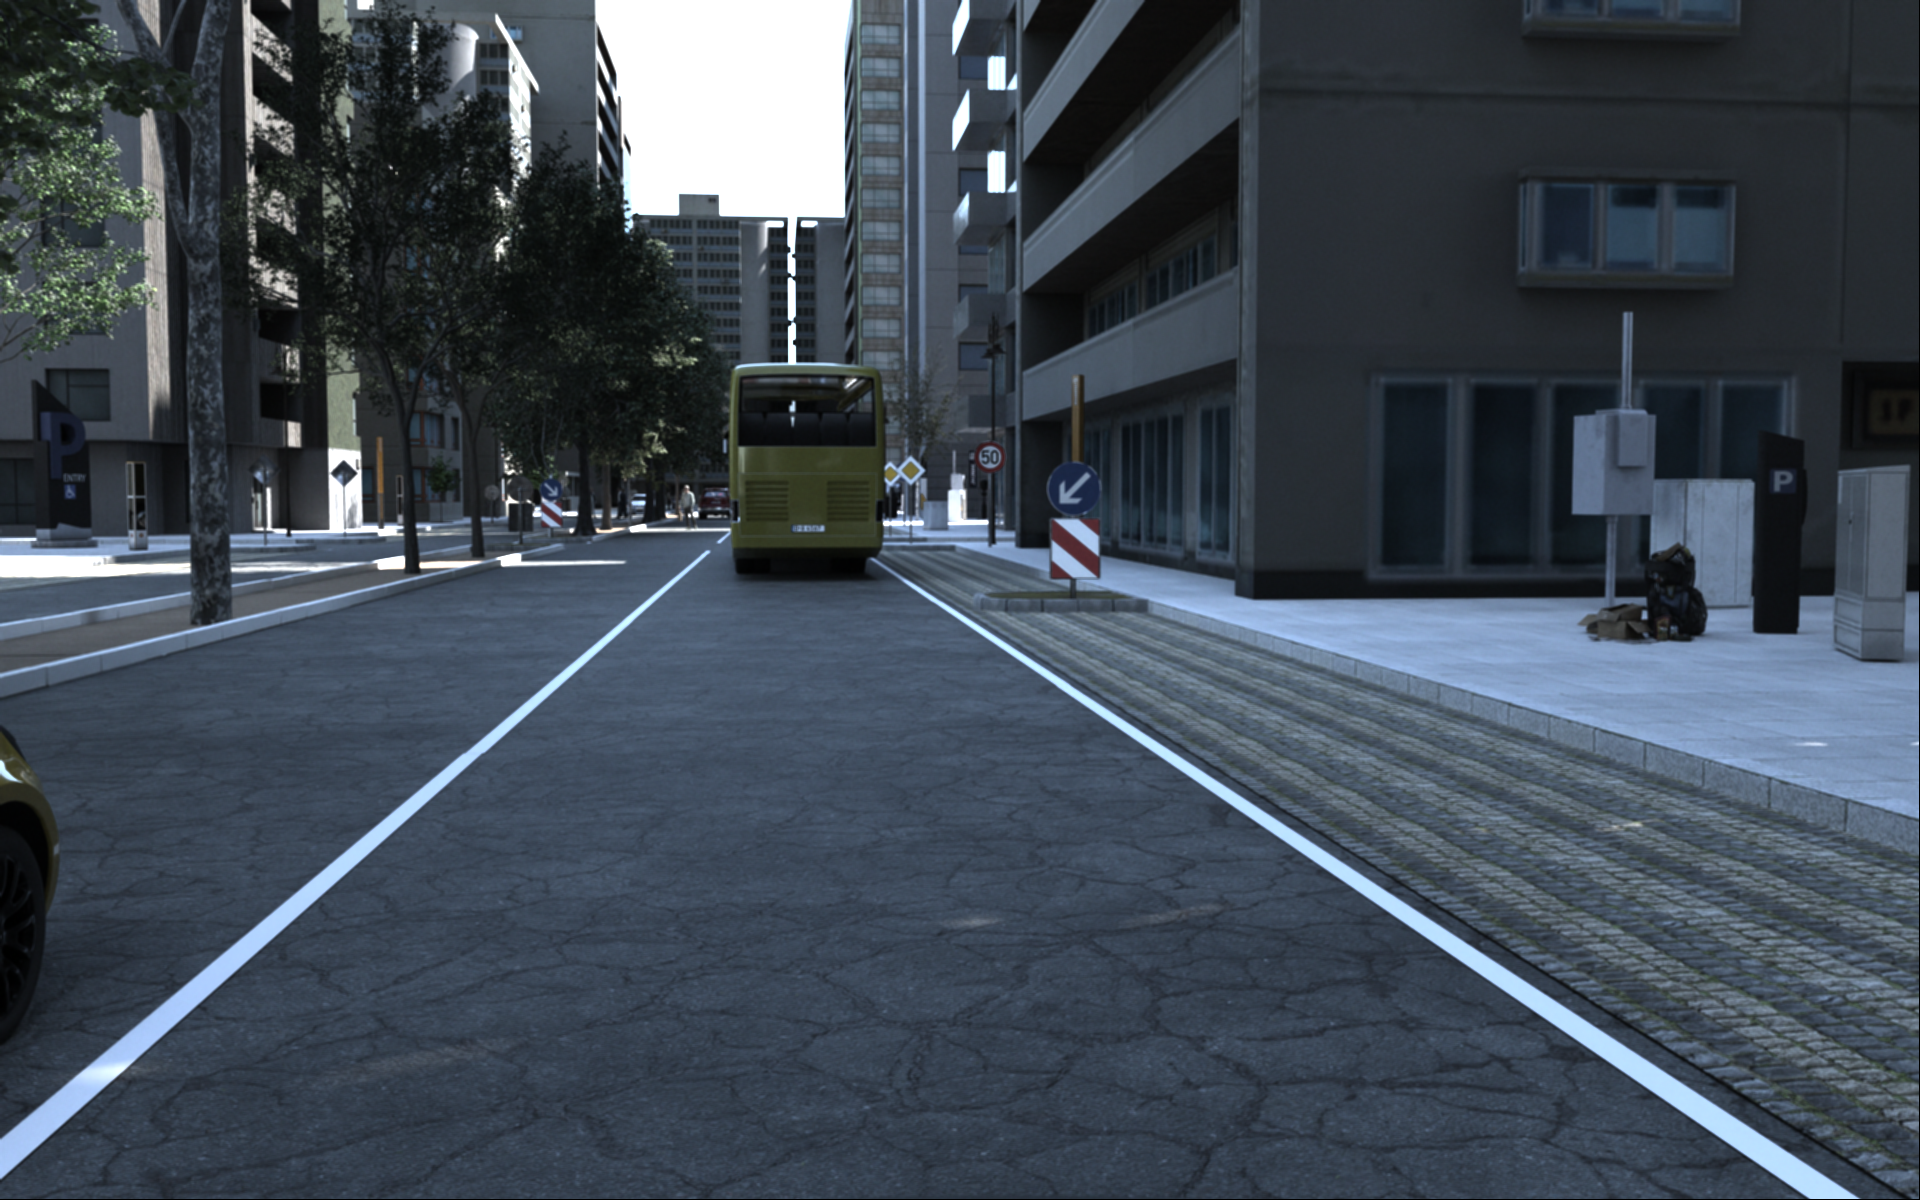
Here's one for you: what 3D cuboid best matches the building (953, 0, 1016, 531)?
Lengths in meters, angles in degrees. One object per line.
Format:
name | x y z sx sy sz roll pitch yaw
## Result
building | 14.929 -27.243 65.032 30.456 49.044 23.786 0 4 -6

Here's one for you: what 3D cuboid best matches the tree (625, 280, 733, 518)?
tree | -17.766 -11.818 102.330 9.857 13.997 8.962 0 3 0

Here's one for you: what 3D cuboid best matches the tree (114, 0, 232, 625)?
tree | -9.516 -9.833 19.124 12.611 20.169 13.585 0 3 0

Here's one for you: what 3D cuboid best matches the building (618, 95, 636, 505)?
building | -43.612 -33.051 190.491 14.200 45.320 14.600 0 4 -6

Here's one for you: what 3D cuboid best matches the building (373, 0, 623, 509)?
building | -42.926 -32.728 158.806 21.300 48.544 21.600 0 4 -6

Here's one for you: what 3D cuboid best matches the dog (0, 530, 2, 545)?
dog | -24.690 -1.524 44.211 0.406 0.507 0.540 -2 4 -29

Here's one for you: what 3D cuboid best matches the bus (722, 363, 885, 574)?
bus | -3.266 -2.605 34.144 2.896 3.916 12.252 0 4 -7

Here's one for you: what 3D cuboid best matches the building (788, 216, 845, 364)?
building | -10.069 -32.819 228.464 23.993 40.220 32.217 0 4 -6

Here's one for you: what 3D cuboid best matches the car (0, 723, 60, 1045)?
car | -3.209 0.429 3.214 2.015 1.641 3.980 0 4 -5

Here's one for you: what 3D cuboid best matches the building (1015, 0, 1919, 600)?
building | 13.039 -24.916 31.084 21.300 48.544 21.600 0 4 -6

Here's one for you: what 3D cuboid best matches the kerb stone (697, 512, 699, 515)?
kerb stone | -18.611 -6.164 122.992 0.120 0.150 1.000 0 4 -6

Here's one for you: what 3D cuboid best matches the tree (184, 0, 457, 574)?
tree | -9.799 -5.756 30.981 8.767 10.594 7.601 0 4 -6

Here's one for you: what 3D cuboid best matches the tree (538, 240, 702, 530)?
tree | -14.127 -9.048 68.512 7.486 12.596 7.792 0 3 0

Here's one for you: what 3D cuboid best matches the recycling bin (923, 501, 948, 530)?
recycling bin | -0.873 -3.007 61.719 0.722 1.027 0.722 -1 4 -22

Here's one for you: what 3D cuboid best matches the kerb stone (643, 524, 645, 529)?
kerb stone | -12.953 -2.924 70.002 0.120 0.150 1.000 0 4 -6

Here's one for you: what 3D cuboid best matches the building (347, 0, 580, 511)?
building | -46.680 -27.099 134.954 32.217 40.220 23.993 0 4 -6

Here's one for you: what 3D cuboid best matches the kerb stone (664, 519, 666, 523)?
kerb stone | -14.364 -3.732 83.250 0.120 0.150 1.000 0 4 -6

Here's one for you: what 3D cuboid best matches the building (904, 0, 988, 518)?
building | 7.138 -34.386 104.216 21.231 58.520 28.212 0 4 -6

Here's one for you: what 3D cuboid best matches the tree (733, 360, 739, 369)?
tree | -14.883 -9.986 82.739 9.611 12.733 9.660 0 3 0

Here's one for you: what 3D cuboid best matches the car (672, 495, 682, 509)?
car | -26.938 -9.508 168.040 1.945 1.354 3.894 0 4 -4

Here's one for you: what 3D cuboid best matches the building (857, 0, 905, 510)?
building | -1.461 -28.097 142.976 14.154 41.232 14.086 0 4 -6

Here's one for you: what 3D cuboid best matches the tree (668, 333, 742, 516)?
tree | -18.645 -12.303 113.986 12.009 13.543 11.850 0 3 0

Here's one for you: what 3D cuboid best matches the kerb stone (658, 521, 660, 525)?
kerb stone | -13.934 -3.486 79.184 0.120 0.150 1.000 0 4 -6

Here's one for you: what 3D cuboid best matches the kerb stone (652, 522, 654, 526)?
kerb stone | -13.493 -3.233 75.093 0.120 0.150 1.000 0 4 -6

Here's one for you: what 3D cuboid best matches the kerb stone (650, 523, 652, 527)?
kerb stone | -13.382 -3.168 74.073 0.120 0.150 1.000 0 4 -6

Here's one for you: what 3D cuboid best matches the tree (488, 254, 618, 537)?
tree | -12.364 -6.074 52.131 4.360 8.622 3.978 0 3 0

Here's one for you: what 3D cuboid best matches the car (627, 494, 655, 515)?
car | -21.964 -6.600 119.915 2.014 1.417 4.499 0 4 -5

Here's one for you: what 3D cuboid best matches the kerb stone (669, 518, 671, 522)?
kerb stone | -14.800 -3.984 87.326 0.120 0.150 1.000 0 4 -6

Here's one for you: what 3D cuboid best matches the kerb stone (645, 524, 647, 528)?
kerb stone | -13.056 -2.980 71.020 0.120 0.150 1.000 0 4 -6

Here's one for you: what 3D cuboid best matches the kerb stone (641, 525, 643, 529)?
kerb stone | -12.838 -2.858 68.987 0.120 0.150 1.000 0 4 -6

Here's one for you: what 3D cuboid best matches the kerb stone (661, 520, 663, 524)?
kerb stone | -14.151 -3.610 81.217 0.120 0.150 1.000 0 4 -6

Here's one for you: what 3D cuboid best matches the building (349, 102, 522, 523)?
building | -39.083 -14.979 89.939 27.650 21.520 28.899 0 4 -6

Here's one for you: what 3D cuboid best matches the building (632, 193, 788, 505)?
building | -33.982 -32.695 226.444 23.993 40.220 32.217 0 4 -6

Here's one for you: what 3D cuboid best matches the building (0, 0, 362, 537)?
building | -28.713 -17.426 56.616 14.160 30.474 14.107 0 4 -6

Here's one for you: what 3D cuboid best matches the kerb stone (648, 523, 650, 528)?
kerb stone | -13.272 -3.111 73.056 0.120 0.150 1.000 0 4 -6

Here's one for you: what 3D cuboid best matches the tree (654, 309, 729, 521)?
tree | -16.139 -10.051 92.544 9.928 11.665 9.643 0 3 0

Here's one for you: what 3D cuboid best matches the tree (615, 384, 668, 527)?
tree | -14.370 -7.496 75.374 4.737 8.622 4.395 0 3 0

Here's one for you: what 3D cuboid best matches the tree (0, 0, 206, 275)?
tree | -7.852 -5.429 9.346 7.486 12.596 7.792 0 3 0

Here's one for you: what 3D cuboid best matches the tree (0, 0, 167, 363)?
tree | -19.176 -6.546 32.779 9.928 11.665 9.643 0 3 0

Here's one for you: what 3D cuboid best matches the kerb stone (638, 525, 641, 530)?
kerb stone | -12.728 -2.800 67.968 0.120 0.150 1.000 0 4 -6

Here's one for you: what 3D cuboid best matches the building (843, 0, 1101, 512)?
building | 0.306 -32.880 161.284 21.300 48.544 21.600 0 4 -6

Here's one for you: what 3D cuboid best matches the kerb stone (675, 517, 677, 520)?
kerb stone | -15.348 -4.290 92.420 0.120 0.150 1.000 0 4 -6

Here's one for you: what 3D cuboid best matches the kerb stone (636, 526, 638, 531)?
kerb stone | -12.632 -2.735 66.951 0.120 0.150 1.000 0 4 -6

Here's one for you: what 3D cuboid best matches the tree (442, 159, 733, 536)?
tree | -12.855 -8.538 59.067 9.611 12.733 9.660 0 3 0

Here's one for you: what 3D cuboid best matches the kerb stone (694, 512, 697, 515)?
kerb stone | -17.854 -5.729 115.860 0.120 0.150 1.000 0 4 -6

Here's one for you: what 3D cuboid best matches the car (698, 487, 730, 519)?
car | -13.947 -5.571 99.758 2.281 1.827 5.304 0 4 -5

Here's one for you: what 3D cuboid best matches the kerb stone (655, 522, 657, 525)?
kerb stone | -13.714 -3.359 77.131 0.120 0.150 1.000 0 4 -6
